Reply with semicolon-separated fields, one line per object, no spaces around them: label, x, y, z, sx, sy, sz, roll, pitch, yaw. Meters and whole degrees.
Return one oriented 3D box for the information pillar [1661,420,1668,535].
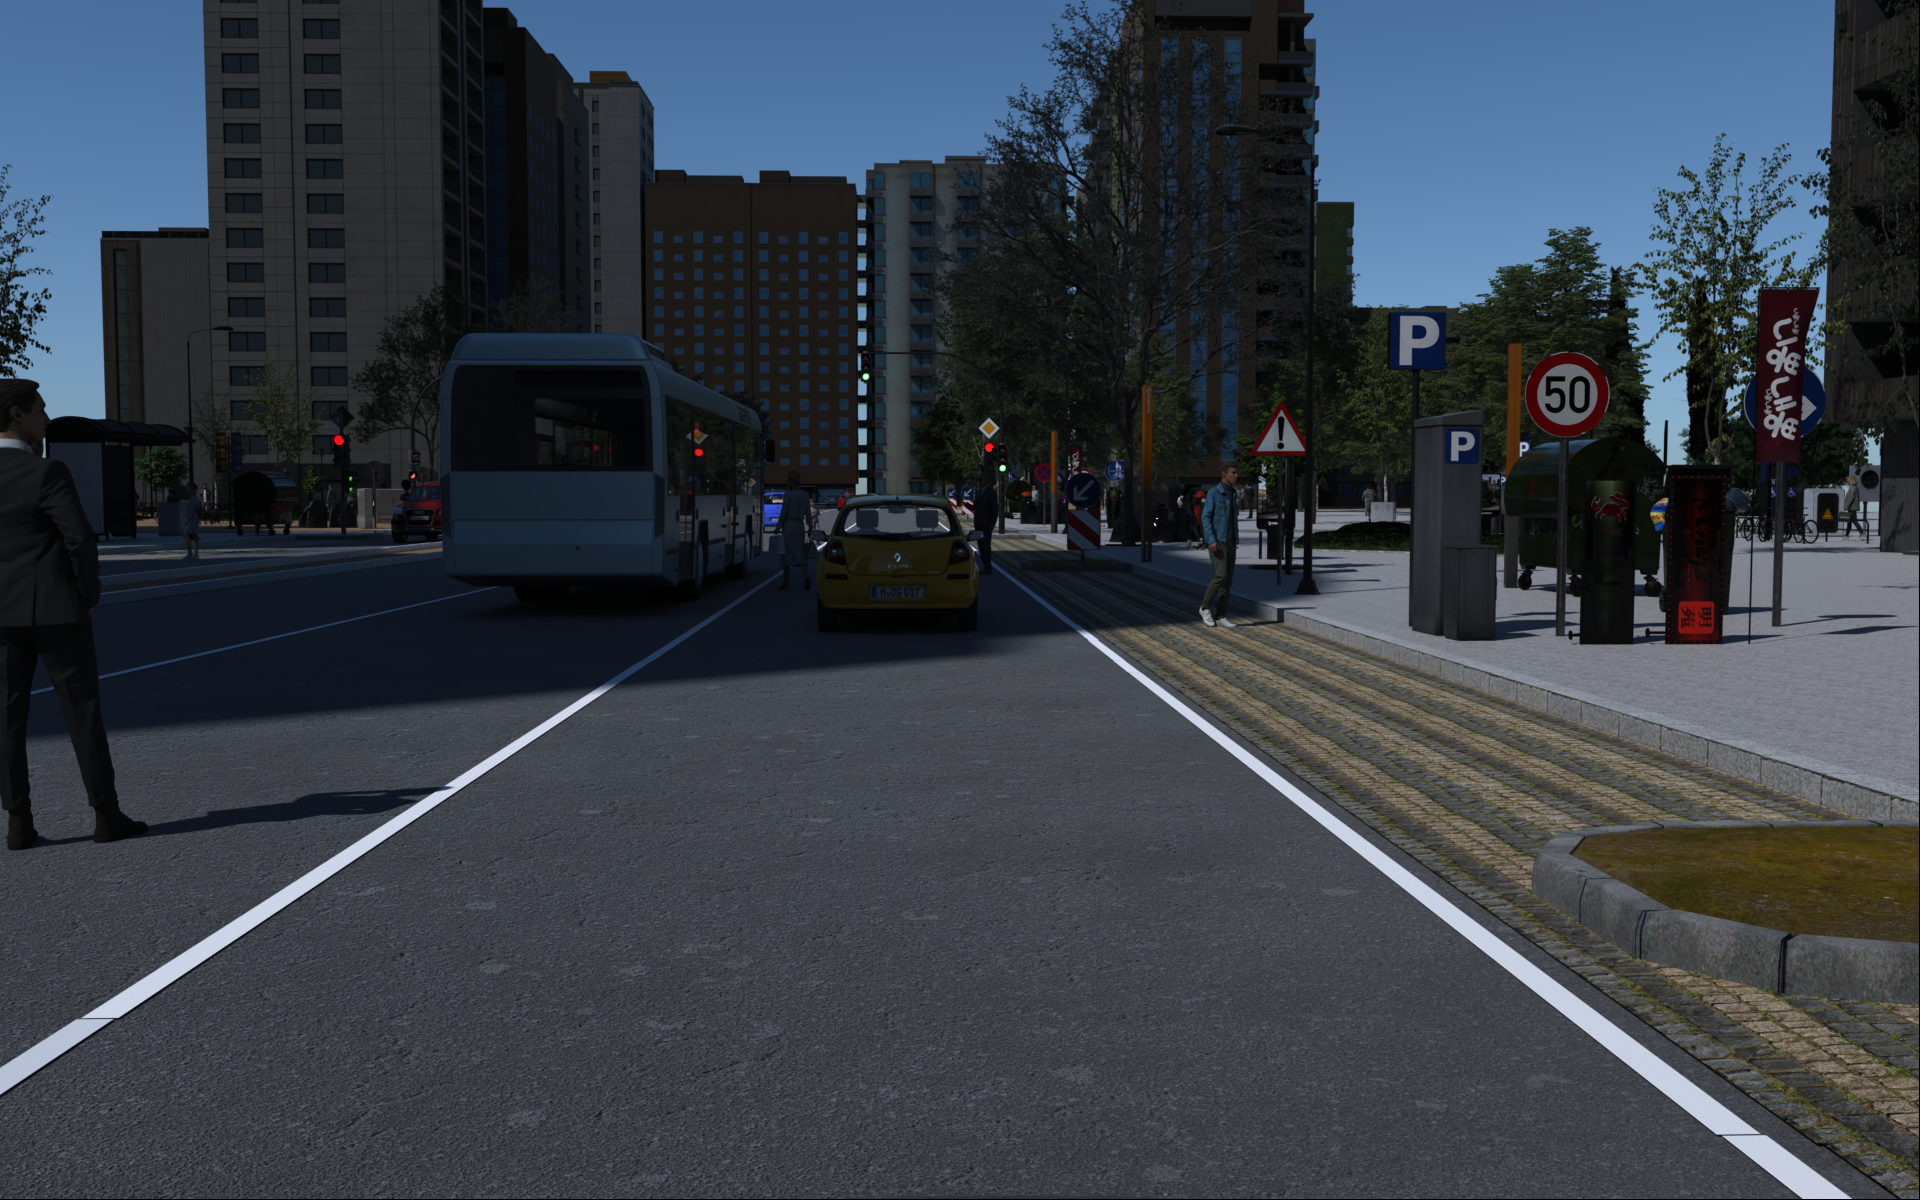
information pillar;22.271;-3.876;54.720;0.183;3.616;0.504;2;4;25

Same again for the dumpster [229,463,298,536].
dumpster;-21.599;-3.132;53.710;1.502;2.255;1.985;0;4;-2

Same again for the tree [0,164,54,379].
tree;-22.091;-5.395;38.566;4.360;8.622;3.978;0;3;0

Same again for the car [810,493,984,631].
car;-0.707;-0.569;19.521;2.015;1.641;3.980;0;4;-2

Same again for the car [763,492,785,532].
car;-6.742;-3.376;64.788;1.945;1.707;3.694;0;4;-4

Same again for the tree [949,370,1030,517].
tree;2.369;-8.947;96.640;4.737;8.622;4.395;0;3;0

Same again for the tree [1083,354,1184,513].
tree;9.024;-8.520;89.662;4.360;8.622;3.978;0;3;0

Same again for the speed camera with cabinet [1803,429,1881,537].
speed camera with cabinet;26.551;-3.535;52.127;2.038;3.252;0.660;0;4;-2

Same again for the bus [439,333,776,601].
bus;-4.794;-1.930;26.423;2.948;3.499;13.247;0;4;-1

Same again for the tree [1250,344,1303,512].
tree;24.601;-12.585;123.884;7.486;12.596;7.792;0;3;0

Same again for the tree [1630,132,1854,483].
tree;16.150;-5.252;36.232;4.737;8.622;4.395;0;3;0

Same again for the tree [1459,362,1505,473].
tree;28.387;-8.821;94.593;4.737;8.622;4.395;0;3;0

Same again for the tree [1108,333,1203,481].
tree;13.494;-12.519;122.808;7.486;12.596;7.792;0;3;0

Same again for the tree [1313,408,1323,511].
tree;27.553;-11.121;132.187;4.737;8.622;4.395;0;3;0

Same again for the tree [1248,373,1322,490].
tree;18.995;-9.140;99.797;4.360;8.622;3.978;0;3;0

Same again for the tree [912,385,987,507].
tree;-0.276;-15.873;176.527;9.611;12.733;9.660;0;3;0

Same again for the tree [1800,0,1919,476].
tree;12.393;-4.354;21.550;4.360;8.622;3.978;0;3;0

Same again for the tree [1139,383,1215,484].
tree;17.176;-12.297;135.467;8.767;10.594;7.601;0;4;2

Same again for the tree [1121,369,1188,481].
tree;11.291;-9.266;101.864;4.737;8.622;4.395;0;3;0

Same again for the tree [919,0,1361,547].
tree;4.079;-8.054;42.046;12.009;13.543;11.850;0;3;0

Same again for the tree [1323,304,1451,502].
tree;16.478;-7.110;66.616;4.737;8.622;4.395;0;3;0

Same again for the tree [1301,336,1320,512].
tree;27.536;-11.997;114.278;7.486;12.596;7.792;0;3;0

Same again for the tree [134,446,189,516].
tree;-47.042;-7.260;102.407;4.285;4.588;4.351;0;3;0

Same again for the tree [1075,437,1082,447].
tree;9.549;-10.152;116.341;4.360;8.622;3.978;0;3;0

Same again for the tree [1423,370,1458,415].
tree;39.691;-13.868;128.556;13.155;14.587;18.604;-2;4;-23

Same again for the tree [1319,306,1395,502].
tree;26.476;-11.376;104.123;7.486;12.596;7.792;0;3;0

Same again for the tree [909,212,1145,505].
tree;3.819;-10.446;77.448;9.857;13.997;8.962;0;3;0

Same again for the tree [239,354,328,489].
tree;-35.871;-8.654;91.849;4.737;8.622;4.395;0;3;0

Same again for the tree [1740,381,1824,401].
tree;43.338;-7.327;82.704;11.467;7.101;20.602;-2;4;-28

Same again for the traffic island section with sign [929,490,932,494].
traffic island section with sign;-2.365;-9.585;165.347;1.989;1.847;2.006;0;4;-2

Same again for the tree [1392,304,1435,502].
tree;27.111;-10.256;85.807;7.486;12.596;7.792;0;3;0

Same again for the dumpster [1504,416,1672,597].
dumpster;8.079;-1.213;22.321;1.502;2.255;1.985;0;4;-2

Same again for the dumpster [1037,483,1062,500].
dumpster;4.844;-5.345;93.147;1.264;1.857;1.865;0;4;-2

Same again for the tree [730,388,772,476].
tree;-26.808;-18.245;204.964;9.857;13.997;8.962;0;3;0

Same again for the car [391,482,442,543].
car;-15.662;-2.689;52.646;2.281;1.827;5.304;0;4;-1

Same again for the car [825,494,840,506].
car;-14.868;-11.711;203.476;2.014;1.417;4.499;0;3;0

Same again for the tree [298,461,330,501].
tree;-37.804;-6.513;101.083;1.663;3.219;1.824;0;3;0

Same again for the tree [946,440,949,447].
tree;1.058;-12.358;152.412;4.737;8.622;4.395;0;3;0

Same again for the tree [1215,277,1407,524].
tree;15.466;-8.537;73.984;7.601;10.594;8.767;0;4;0

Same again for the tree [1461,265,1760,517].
tree;41.901;-12.491;106.047;13.155;14.587;18.604;-1;4;-18

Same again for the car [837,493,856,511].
car;-9.495;-8.502;148.047;2.155;1.783;4.494;0;4;-2

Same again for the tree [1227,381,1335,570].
tree;5.363;-2.151;29.769;1.663;3.219;1.824;0;3;0

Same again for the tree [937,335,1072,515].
tree;2.761;-11.000;105.602;9.928;11.665;9.643;0;3;0

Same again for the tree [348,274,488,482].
tree;-22.239;-8.481;73.077;7.601;10.594;8.767;0;4;2

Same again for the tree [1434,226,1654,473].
tree;25.565;-9.517;73.728;7.486;12.596;7.792;0;3;0

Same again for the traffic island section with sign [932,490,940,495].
traffic island section with sign;-0.664;-6.517;115.175;1.989;1.847;2.006;0;4;-2

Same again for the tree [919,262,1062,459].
tree;2.757;-17.189;136.930;12.611;20.169;13.585;0;3;0

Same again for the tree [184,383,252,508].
tree;-49.681;-10.136;116.090;4.360;8.622;3.978;0;3;0

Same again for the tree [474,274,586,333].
tree;-23.945;-11.377;96.383;12.009;13.543;11.850;0;3;0

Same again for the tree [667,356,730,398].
tree;-25.815;-15.182;154.876;9.857;13.997;8.962;0;3;0
